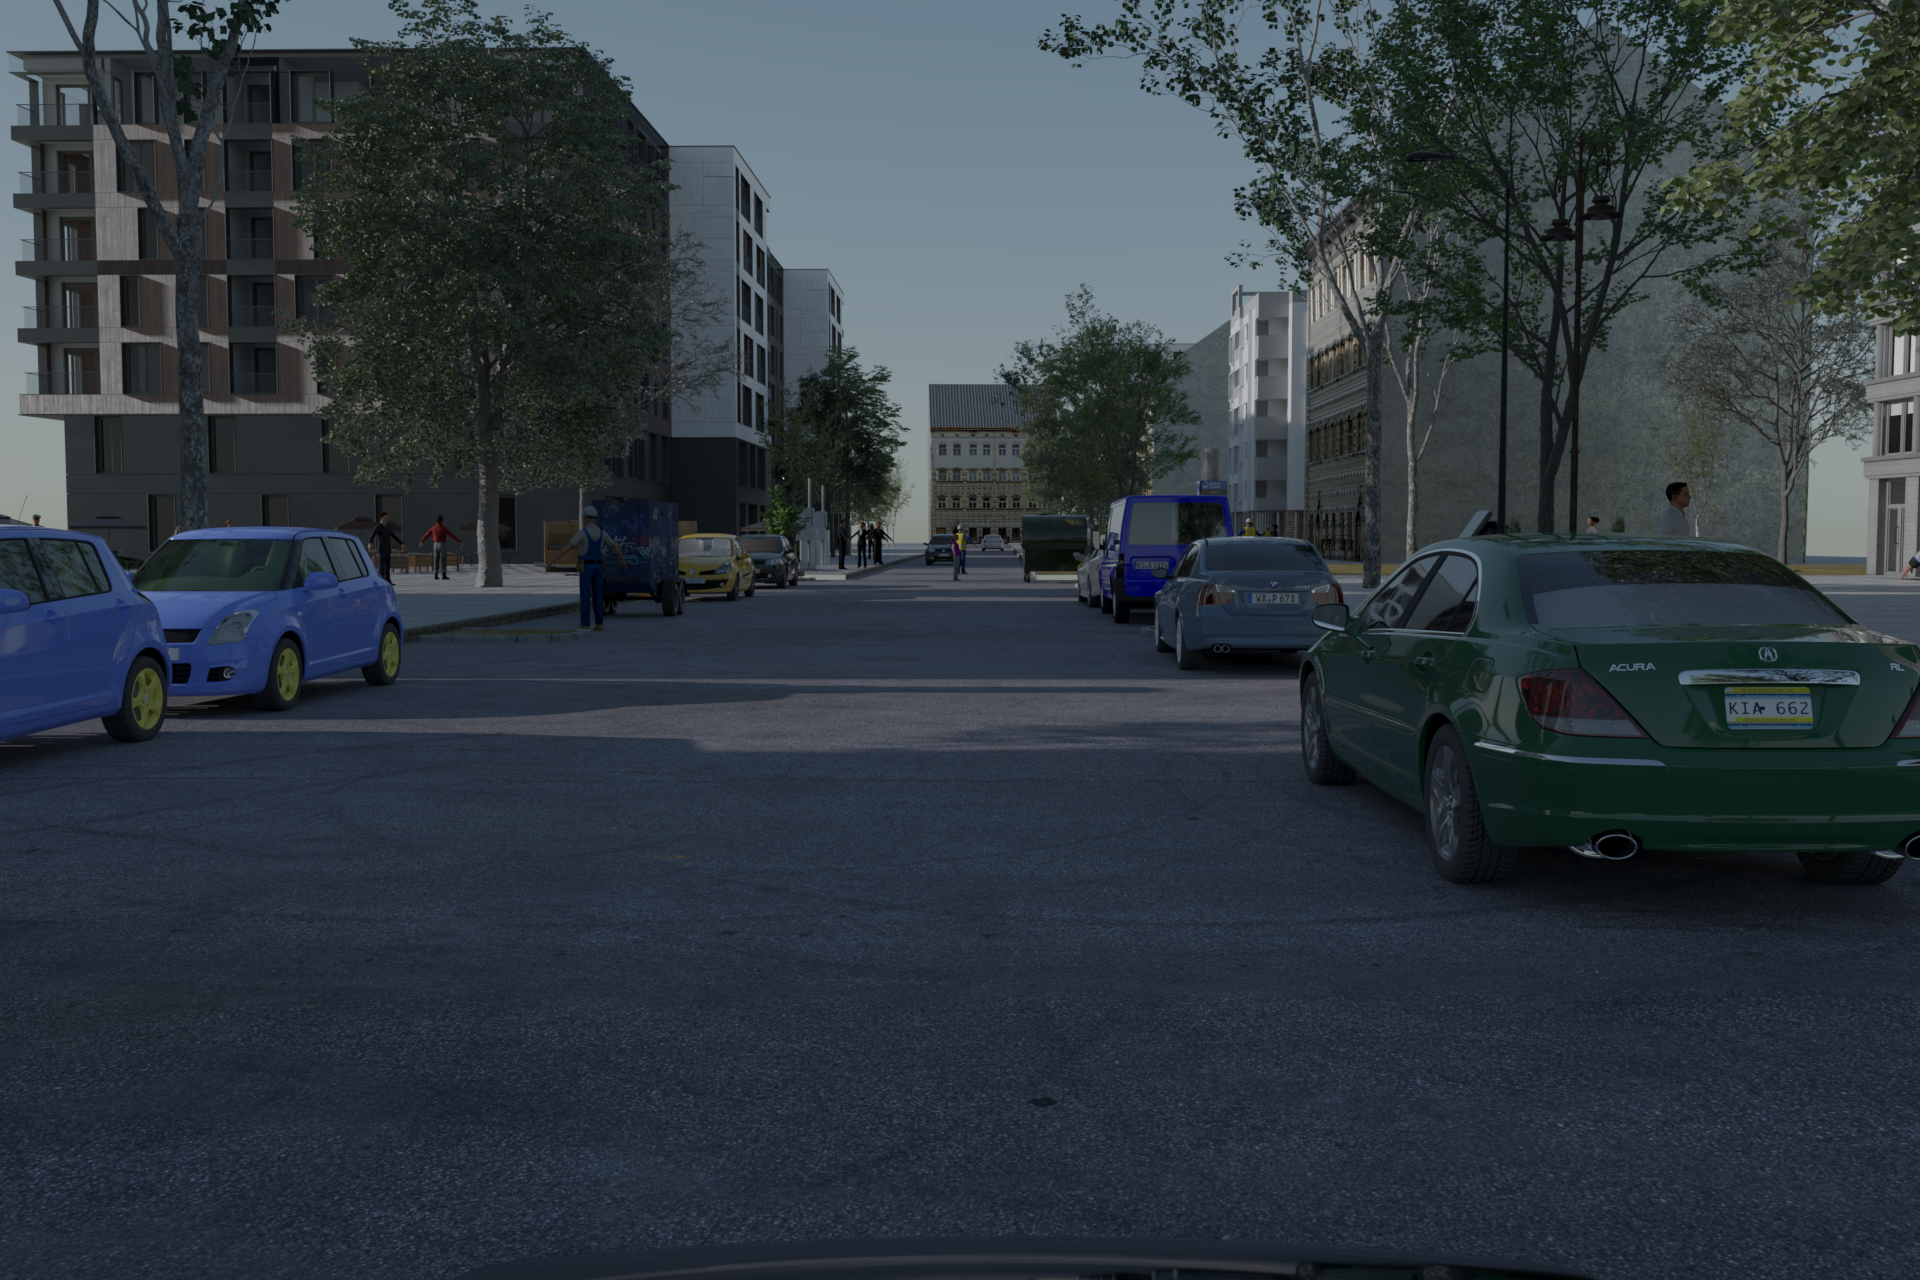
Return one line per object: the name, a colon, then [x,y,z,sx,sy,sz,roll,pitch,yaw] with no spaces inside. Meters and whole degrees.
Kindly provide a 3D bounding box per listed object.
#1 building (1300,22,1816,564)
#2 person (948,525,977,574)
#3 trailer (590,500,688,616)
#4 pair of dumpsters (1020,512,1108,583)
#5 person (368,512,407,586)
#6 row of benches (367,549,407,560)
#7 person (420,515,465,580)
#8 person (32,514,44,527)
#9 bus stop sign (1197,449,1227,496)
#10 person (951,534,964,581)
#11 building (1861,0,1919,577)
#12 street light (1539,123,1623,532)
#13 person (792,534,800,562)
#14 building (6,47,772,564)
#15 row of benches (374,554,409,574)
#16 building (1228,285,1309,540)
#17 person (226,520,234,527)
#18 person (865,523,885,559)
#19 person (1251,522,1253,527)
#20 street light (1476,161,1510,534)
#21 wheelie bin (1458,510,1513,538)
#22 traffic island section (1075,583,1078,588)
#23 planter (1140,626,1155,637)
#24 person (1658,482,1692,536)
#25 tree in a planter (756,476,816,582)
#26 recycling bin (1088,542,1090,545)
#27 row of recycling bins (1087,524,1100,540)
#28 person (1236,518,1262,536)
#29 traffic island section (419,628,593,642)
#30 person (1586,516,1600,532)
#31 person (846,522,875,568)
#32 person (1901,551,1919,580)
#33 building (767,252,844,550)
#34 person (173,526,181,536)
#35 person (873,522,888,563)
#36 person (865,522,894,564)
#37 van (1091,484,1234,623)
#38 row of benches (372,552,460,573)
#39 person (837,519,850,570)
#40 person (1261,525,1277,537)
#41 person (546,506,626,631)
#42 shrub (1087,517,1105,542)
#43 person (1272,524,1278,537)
building: [27.548,-15.442,83.413,19.493,23.208,18.063,0,4,2]
person: [0.079,-3.268,62.356,1.216,1.772,0.721,2,4,32]
trailer: [-5.662,-1.388,29.738,1.471,1.999,3.904,0,4,1]
pair of dumpsters: [3.998,-2.828,51.192,4.436,2.255,1.574,0,3,0]
person: [-14.249,-2.256,42.939,0.704,1.823,1.345,1,4,21]
row of benches: [-23.422,-3.359,70.382,1.422,0.672,4.104,0,4,0]
person: [-14.611,-2.607,48.729,1.345,1.816,0.704,1,4,10]
person: [-26.965,-2.741,50.603,1.343,1.855,0.704,-1,4,-23]
bus stop sign: [7.788,-3.950,53.591,0.837,3.901,0.837,0,4,1]
person: [-0.055,-2.522,52.961,0.599,1.433,0.991,1,4,15]
building: [30.139,-11.925,41.657,8.464,21.280,15.925,0,4,1]
street light: [7.144,-2.893,20.086,0.468,5.910,1.993,0,4,1]
person: [-7.291,-4.451,78.549,0.705,1.858,1.354,0,4,6]
building: [-25.839,-15.023,89.603,27.936,21.610,32.646,0,4,1]
row of benches: [-19.790,-2.442,55.395,4.104,0.672,1.422,-1,4,-18]
building: [25.727,-16.866,132.178,16.016,20.090,11.380,0,4,1]
person: [-23.145,-2.958,55.169,0.721,1.733,1.217,0,4,7]
person: [-4.501,-5.054,88.410,1.354,1.856,0.705,-1,4,-9]
person: [12.682,-4.256,75.716,0.704,1.812,1.346,0,4,-7]
street light: [7.182,-2.971,21.119,1.470,5.913,1.316,0,4,2]
wheelie bin: [6.930,-0.921,22.968,0.693,1.594,0.980,0,4,2]
traffic island section: [4.128,-1.462,46.769,1.991,0.108,1.994,0,4,1]
planter: [3.587,-0.213,24.615,1.991,0.319,1.994,0,4,1]
person: [7.334,-0.704,17.672,0.704,1.810,1.344,3,4,37]
tree in a planter: [-5.466,-3.411,52.987,1.991,3.239,1.994,0,4,1]
recycling bin: [4.272,-2.737,57.297,0.722,1.027,0.722,0,4,0]
row of recycling bins: [5.458,-4.002,72.545,1.069,1.692,3.534,0,4,0]
person: [10.147,-3.362,60.931,1.349,1.833,0.705,-1,4,-12]
traffic island section: [-6.169,-0.064,23.909,1.991,0.108,1.994,0,4,1]
person: [16.154,-2.312,44.570,0.721,1.739,1.217,0,4,-7]
person: [-3.703,-3.550,64.764,1.216,1.740,0.721,2,4,24]
person: [8.426,-0.496,14.091,1.345,1.831,0.704,1,4,22]
building: [-24.119,-17.600,131.734,27.936,21.610,32.646,0,4,1]
person: [-17.049,-1.950,38.454,0.617,1.759,0.750,0,4,-1]
person: [-3.639,-4.397,78.078,0.705,1.806,1.347,2,4,26]
person: [-3.457,-4.096,73.199,1.346,1.802,0.704,-2,4,-24]
van: [3.434,-1.531,29.422,2.240,2.365,5.245,0,4,1]
row of benches: [-18.371,-2.649,58.780,1.422,0.672,4.104,1,4,19]
person: [-4.207,-3.444,62.251,0.705,1.837,1.347,-1,4,-17]
person: [16.425,-5.235,92.057,1.216,1.772,0.721,3,4,36]
person: [-5.477,-1.058,25.611,1.347,1.847,0.705,-3,5,-43]
shrub: [5.524,-3.630,63.771,1.690,2.028,1.600,0,3,0]
person: [17.040,-5.365,93.863,0.704,1.843,1.345,2,4,27]
